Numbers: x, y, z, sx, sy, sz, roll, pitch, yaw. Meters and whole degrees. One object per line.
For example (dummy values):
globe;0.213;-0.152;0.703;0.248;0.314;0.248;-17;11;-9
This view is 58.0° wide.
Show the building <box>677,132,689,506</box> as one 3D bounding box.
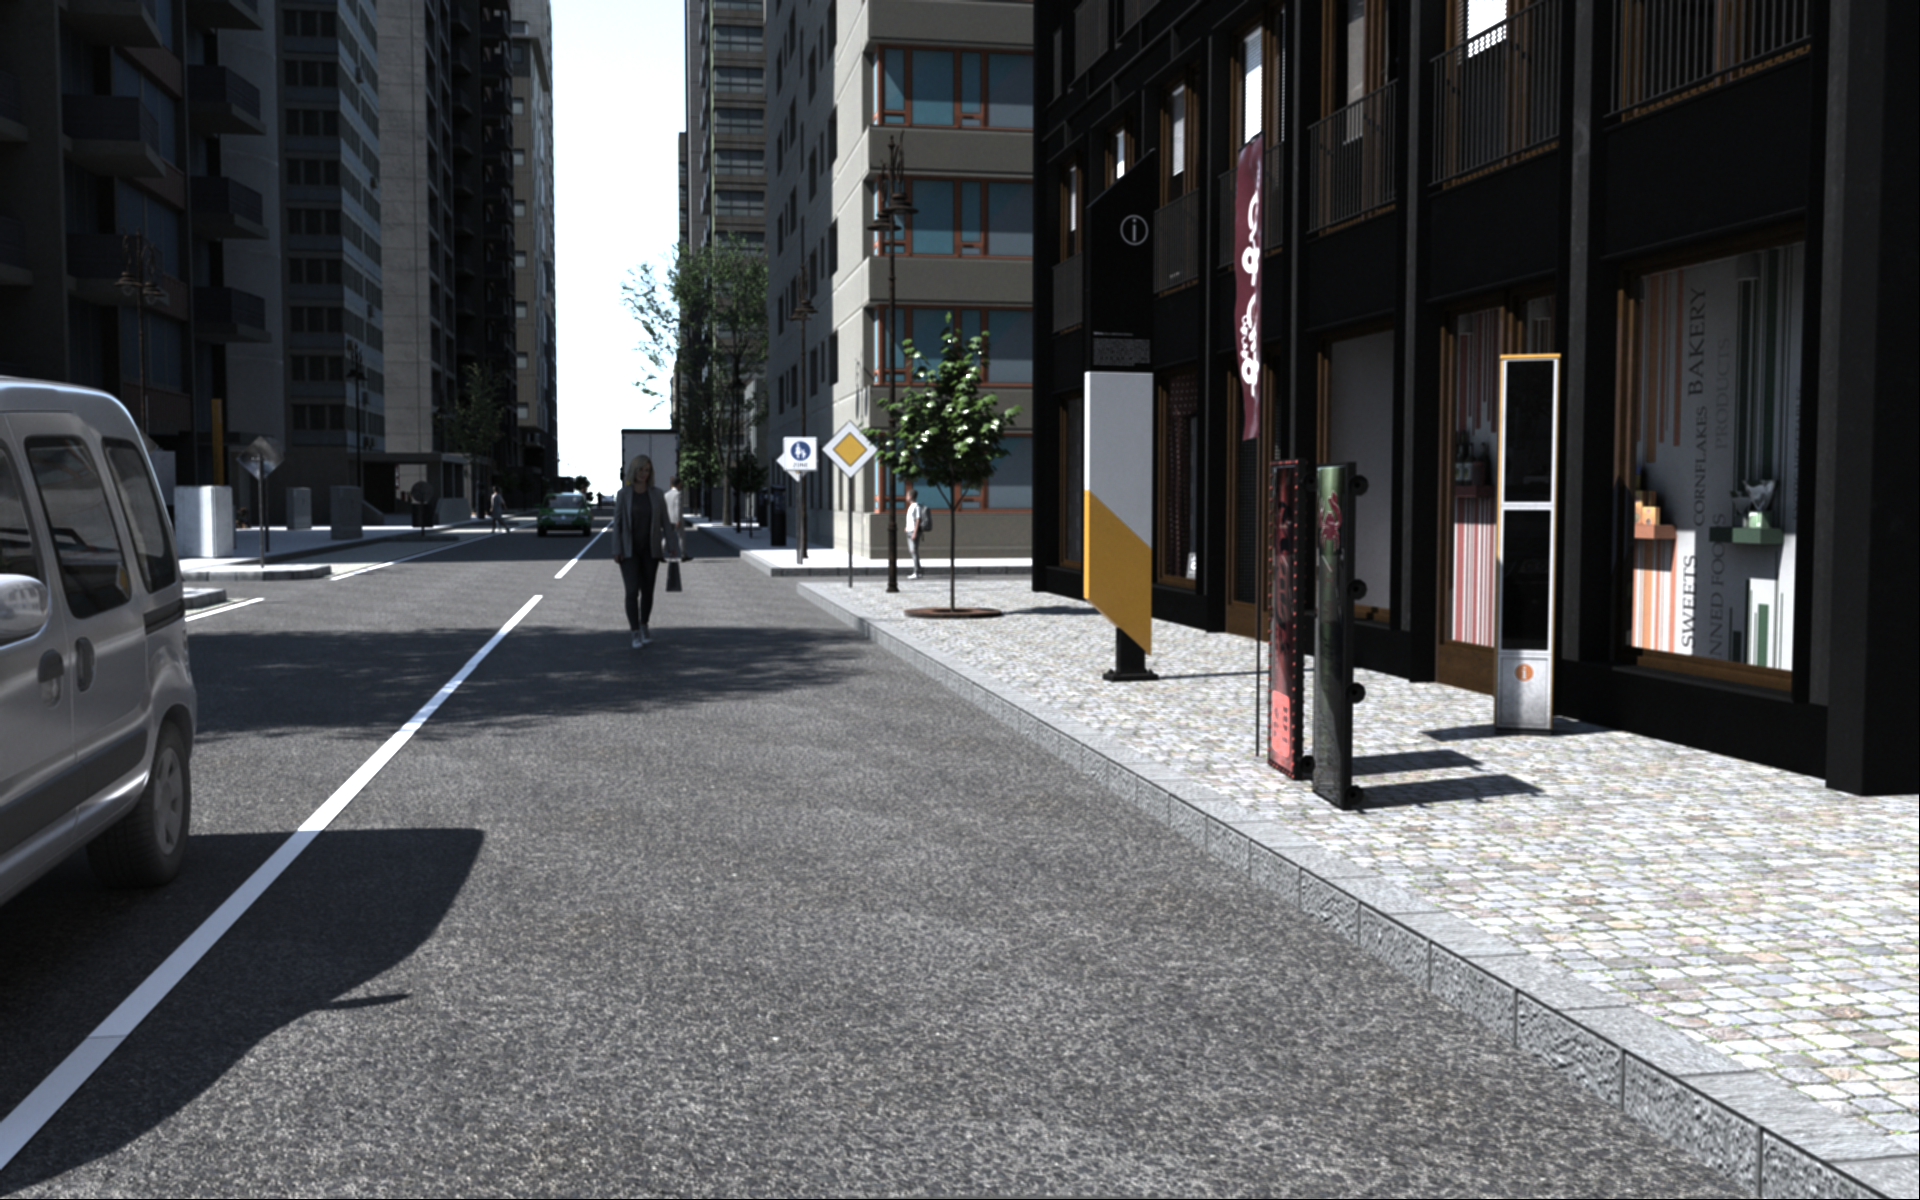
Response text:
building;-25.279;-31.555;199.522;14.154;41.232;14.086;-1;4;-10

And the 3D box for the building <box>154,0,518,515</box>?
building;-46.715;-29.406;135.411;22.147;44.769;28.867;-1;4;-10

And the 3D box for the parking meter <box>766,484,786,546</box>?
parking meter;-4.492;-2.105;42.834;0.372;1.533;0.369;0;3;0

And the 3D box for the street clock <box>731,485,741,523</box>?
street clock;-9.879;-4.407;76.632;0.471;2.002;0.358;1;4;23

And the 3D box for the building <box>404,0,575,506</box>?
building;-65.465;-49.300;244.311;20.563;71.187;20.611;-1;4;-10

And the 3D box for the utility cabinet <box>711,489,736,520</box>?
utility cabinet;-11.402;-4.554;83.144;1.173;1.500;0.318;3;4;37

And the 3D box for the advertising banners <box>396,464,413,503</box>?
advertising banners;-31.832;-6.290;99.033;0.090;3.025;2.074;1;4;9

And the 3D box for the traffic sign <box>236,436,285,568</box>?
traffic sign;-12.050;-1.604;29.863;0.795;2.450;0.064;-1;4;-10

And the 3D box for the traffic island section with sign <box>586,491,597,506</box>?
traffic island section with sign;-50.201;-13.907;235.999;1.989;1.847;2.006;-1;4;-10

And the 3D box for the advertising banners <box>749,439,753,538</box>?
advertising banners;-6.136;-3.335;50.712;0.090;3.025;2.074;0;4;-6

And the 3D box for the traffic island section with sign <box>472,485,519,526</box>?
traffic island section with sign;-21.157;-4.301;78.950;1.989;1.847;2.006;-1;4;-10

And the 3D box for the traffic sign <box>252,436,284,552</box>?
traffic sign;-15.332;-2.334;38.262;0.768;2.556;0.104;0;4;-6

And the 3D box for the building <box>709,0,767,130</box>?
building;-9.601;-26.409;115.376;14.154;41.232;14.086;-1;4;-10

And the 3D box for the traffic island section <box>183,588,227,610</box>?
traffic island section;-10.619;0.013;22.068;2.009;0.180;2.903;-1;4;-10

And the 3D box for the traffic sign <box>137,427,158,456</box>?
traffic sign;-10.598;-1.123;22.011;0.795;2.450;0.064;-1;4;-10

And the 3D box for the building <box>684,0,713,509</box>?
building;-15.718;-38.198;166.538;21.231;58.520;28.212;-1;4;-10

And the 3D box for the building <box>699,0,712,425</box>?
building;-9.162;-31.722;138.261;23.786;49.044;30.456;-1;4;-10

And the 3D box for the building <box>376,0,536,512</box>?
building;-49.621;-44.093;159.179;20.563;71.187;20.611;-1;4;-10

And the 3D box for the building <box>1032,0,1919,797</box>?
building;8.433;-11.365;15.501;12.332;23.373;15.834;-1;4;-10

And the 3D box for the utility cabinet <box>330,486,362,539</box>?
utility cabinet;-17.342;-2.464;48.965;0.318;1.500;1.173;1;4;11

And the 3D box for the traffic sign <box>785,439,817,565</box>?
traffic sign;-2.881;-1.788;31.369;0.606;2.300;0.079;0;4;-3

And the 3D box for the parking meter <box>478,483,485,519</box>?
parking meter;-24.347;-5.039;88.105;0.255;1.863;0.399;-2;4;-33

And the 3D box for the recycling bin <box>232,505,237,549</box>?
recycling bin;-17.289;-1.690;40.182;0.722;1.027;0.722;0;4;1

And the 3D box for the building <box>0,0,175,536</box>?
building;-29.758;-23.610;40.650;22.147;44.769;28.867;-1;4;-10

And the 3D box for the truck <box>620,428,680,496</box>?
truck;-14.244;-5.544;79.563;2.839;4.237;11.283;-1;4;-10

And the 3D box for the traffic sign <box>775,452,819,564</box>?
traffic sign;-2.956;-1.705;31.518;0.795;2.450;0.064;-1;4;-10

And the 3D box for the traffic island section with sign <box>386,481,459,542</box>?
traffic island section with sign;-16.254;-2.680;52.443;1.989;1.847;2.006;-1;4;-10

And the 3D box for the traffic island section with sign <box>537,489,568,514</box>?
traffic island section with sign;-30.267;-7.313;128.195;1.989;1.847;2.006;-1;4;-10

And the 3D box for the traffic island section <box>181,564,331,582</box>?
traffic island section;-12.072;-0.467;29.921;2.009;0.180;2.903;-1;4;-10

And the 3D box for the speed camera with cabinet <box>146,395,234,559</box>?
speed camera with cabinet;-15.624;-2.471;34.743;2.038;3.252;0.660;1;4;17

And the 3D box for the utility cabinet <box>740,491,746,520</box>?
utility cabinet;-11.170;-4.700;85.523;1.173;1.500;0.318;1;4;14

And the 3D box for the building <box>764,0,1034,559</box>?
building;9.936;-12.504;49.483;28.899;21.520;27.650;-1;4;-10

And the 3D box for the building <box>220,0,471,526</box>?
building;-38.591;-23.378;74.107;32.217;40.220;23.993;-1;4;-10

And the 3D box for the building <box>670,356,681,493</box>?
building;-22.505;-23.083;222.449;27.650;21.520;28.899;-1;4;-10

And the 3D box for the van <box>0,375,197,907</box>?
van;-3.460;0.130;4.888;2.013;2.044;4.112;-1;4;-11

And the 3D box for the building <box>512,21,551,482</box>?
building;-61.336;-37.139;196.464;28.713;52.752;27.495;-1;4;-10

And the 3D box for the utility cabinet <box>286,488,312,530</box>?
utility cabinet;-23.424;-3.224;61.386;0.318;1.500;1.173;1;4;8

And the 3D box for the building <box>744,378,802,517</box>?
building;0.540;-47.605;91.005;22.319;86.520;31.000;-1;4;-10

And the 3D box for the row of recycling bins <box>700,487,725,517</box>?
row of recycling bins;-13.602;-5.470;96.548;1.069;1.692;3.534;-2;4;-24

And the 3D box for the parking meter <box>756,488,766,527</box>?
parking meter;-7.671;-3.620;67.596;0.372;1.533;0.369;0;3;0

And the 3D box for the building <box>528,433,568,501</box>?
building;-67.125;-32.436;222.208;32.217;40.220;23.993;-1;4;-10

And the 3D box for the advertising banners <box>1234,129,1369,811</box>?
advertising banners;1.496;-0.714;7.856;0.090;3.025;2.074;0;4;-4

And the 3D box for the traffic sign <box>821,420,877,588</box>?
traffic sign;-1.503;-1.225;23.666;0.795;2.450;0.064;-1;4;-10
